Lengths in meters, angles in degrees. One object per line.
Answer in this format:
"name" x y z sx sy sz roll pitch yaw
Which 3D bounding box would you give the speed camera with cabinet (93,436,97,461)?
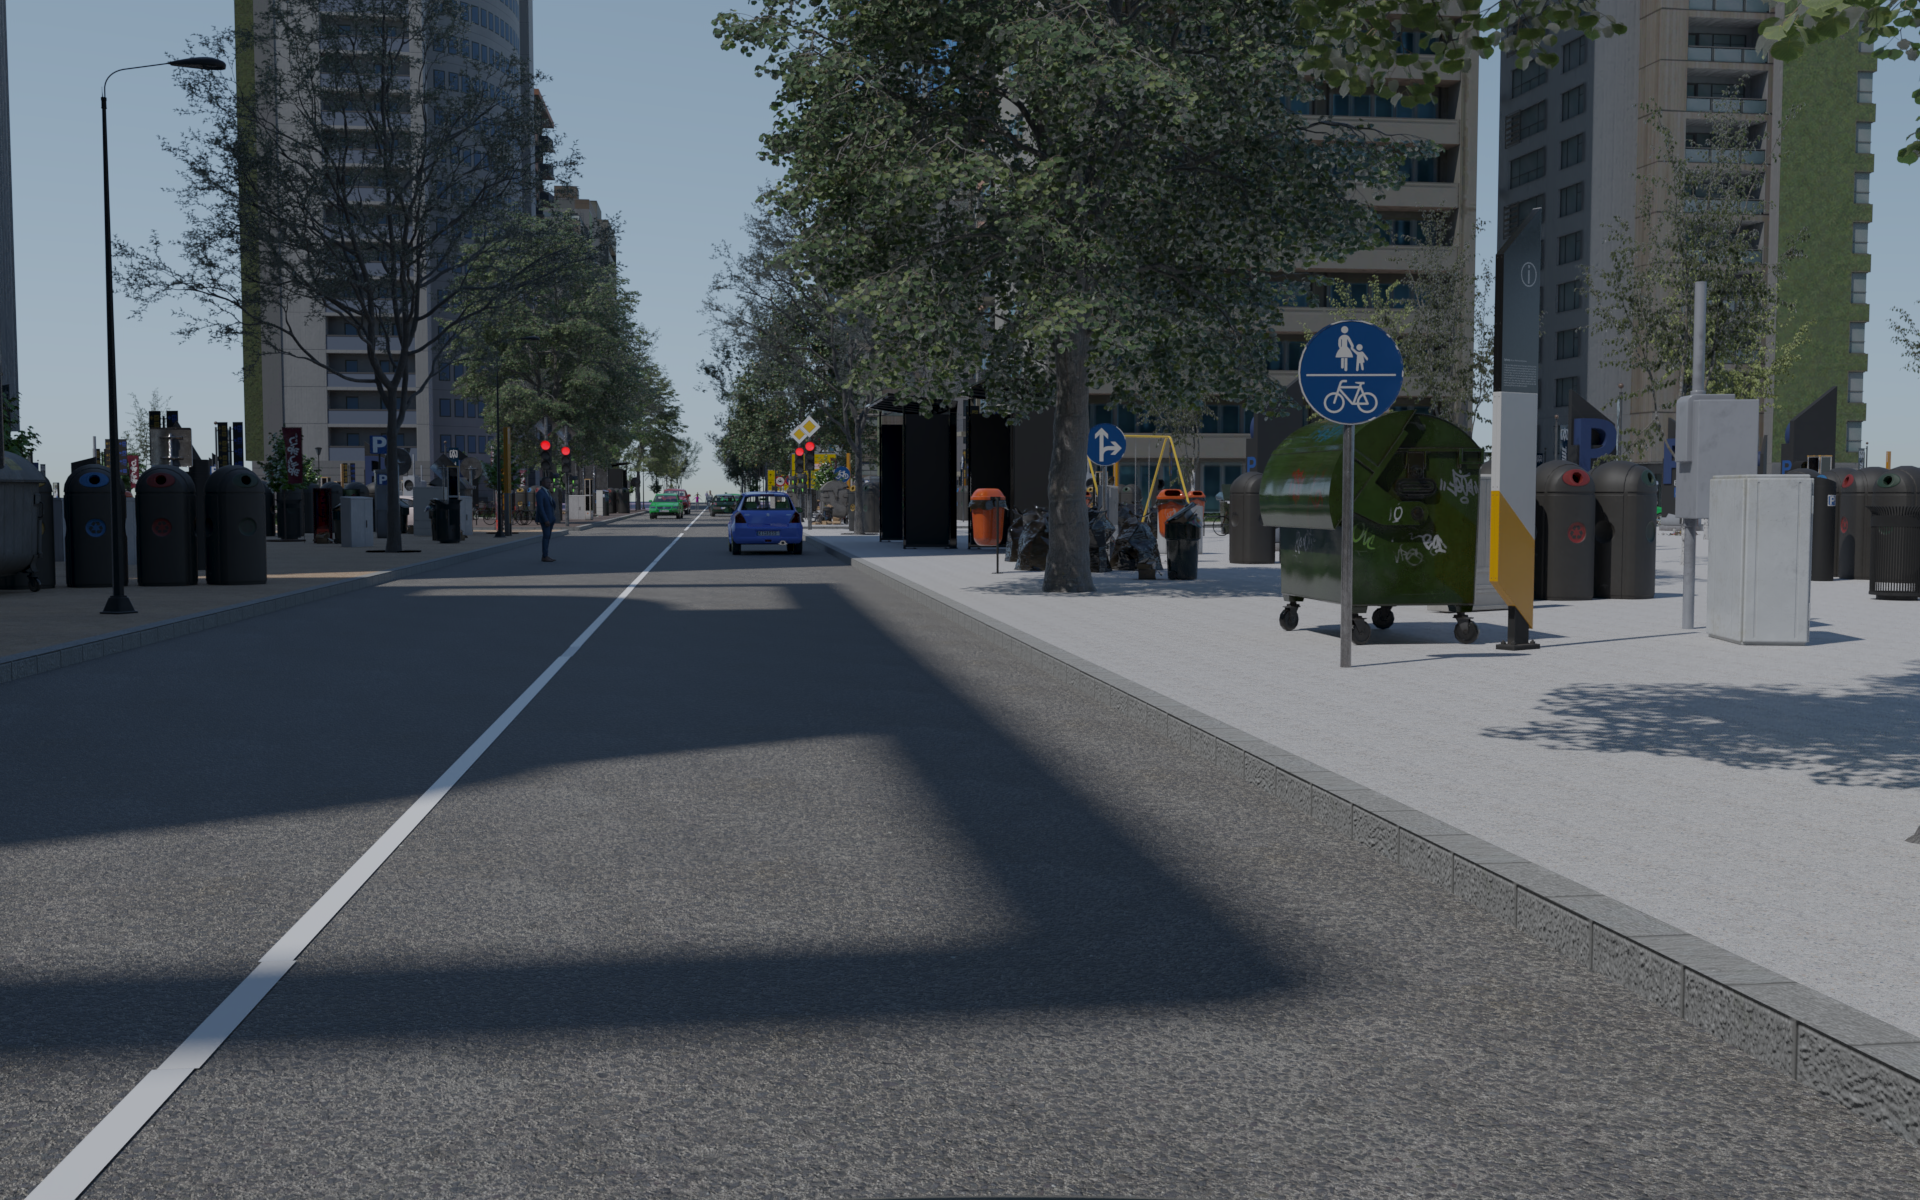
"speed camera with cabinet" -28.917 -3.939 58.734 0.660 3.252 2.038 -3 5 -41

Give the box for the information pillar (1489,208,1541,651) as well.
"information pillar" 4.546 -1.395 14.163 0.504 3.616 0.183 -2 4 -35

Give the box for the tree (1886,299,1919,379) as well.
"tree" 25.443 -5.637 42.535 4.360 8.622 3.978 0 3 0

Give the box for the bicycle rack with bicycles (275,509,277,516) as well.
"bicycle rack with bicycles" -39.512 -5.034 95.684 2.852 0.926 2.925 -2 4 -28

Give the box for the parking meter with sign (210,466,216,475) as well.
"parking meter with sign" -46.820 -6.920 109.404 0.543 3.016 1.738 -1 4 -10

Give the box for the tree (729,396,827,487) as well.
"tree" -14.600 -12.428 137.609 8.767 10.594 7.601 -2 4 -27

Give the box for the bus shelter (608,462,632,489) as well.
"bus shelter" -25.489 -8.435 129.189 1.731 3.624 6.357 0 4 -8

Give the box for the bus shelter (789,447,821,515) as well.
"bus shelter" -10.512 -8.688 119.674 2.179 5.291 8.768 0 4 -8

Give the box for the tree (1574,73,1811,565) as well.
"tree" 13.169 -4.948 31.267 4.360 8.622 3.978 0 3 0

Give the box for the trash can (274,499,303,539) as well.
"trash can" -18.722 -2.243 48.326 0.748 1.137 0.748 0 3 0

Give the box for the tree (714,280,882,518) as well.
"tree" -8.464 -10.758 92.895 9.611 12.733 9.660 0 3 0

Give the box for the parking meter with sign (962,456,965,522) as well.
"parking meter with sign" -0.668 -5.045 78.754 1.738 3.016 0.543 0 4 -6

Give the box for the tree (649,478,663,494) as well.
"tree" -32.466 -11.678 185.543 1.663 3.219 1.824 0 3 0

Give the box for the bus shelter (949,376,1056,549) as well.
"bus shelter" 1.091 -2.812 37.267 1.731 3.624 6.357 0 4 -8

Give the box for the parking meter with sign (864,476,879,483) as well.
"parking meter with sign" -3.676 -4.692 72.982 1.738 3.016 0.543 -3 5 -39

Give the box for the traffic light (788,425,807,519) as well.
"traffic light" -6.503 -4.955 69.935 0.839 4.253 0.868 0 4 -8

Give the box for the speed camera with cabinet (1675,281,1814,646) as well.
"speed camera with cabinet" 7.006 -1.296 15.526 0.660 3.252 2.038 0 4 7

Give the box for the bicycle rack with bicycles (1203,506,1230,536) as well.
"bicycle rack with bicycles" 8.799 -2.380 52.287 2.925 0.926 2.852 -1 4 -23

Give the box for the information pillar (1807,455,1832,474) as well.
"information pillar" 16.336 -1.742 32.970 0.304 2.012 0.304 -1 4 -21

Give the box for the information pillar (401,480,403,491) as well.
"information pillar" -29.754 -5.408 92.908 0.304 2.012 0.304 -2 4 -34

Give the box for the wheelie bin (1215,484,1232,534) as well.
"wheelie bin" 8.648 -2.906 55.420 0.980 1.594 0.693 0 4 -5

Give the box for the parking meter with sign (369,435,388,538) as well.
"parking meter with sign" -16.984 -3.339 50.862 0.543 3.016 1.738 -1 4 -21

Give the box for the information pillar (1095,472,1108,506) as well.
"information pillar" 4.625 -3.188 56.616 0.304 2.012 0.304 -2 4 -25

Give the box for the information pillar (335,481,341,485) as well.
"information pillar" -36.273 -5.902 100.994 0.304 2.012 0.304 3 4 38

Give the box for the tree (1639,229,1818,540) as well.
"tree" 21.120 -5.983 48.188 4.737 8.622 4.395 0 3 0

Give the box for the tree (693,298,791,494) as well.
"tree" -19.778 -19.147 168.938 12.611 20.169 13.585 0 3 0

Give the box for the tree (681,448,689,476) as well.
"tree" -36.492 -16.354 217.750 4.737 8.622 4.395 0 3 0

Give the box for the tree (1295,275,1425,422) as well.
"tree" 13.369 -6.551 57.468 4.737 8.622 4.395 0 3 0

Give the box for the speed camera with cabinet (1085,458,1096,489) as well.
"speed camera with cabinet" 5.151 -5.096 77.651 2.038 3.252 0.660 -1 4 -12

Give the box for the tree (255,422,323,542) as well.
"tree" -18.194 -3.181 46.615 1.663 3.219 1.824 0 3 0

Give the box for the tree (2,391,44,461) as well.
"tree" -15.647 -2.027 27.746 1.663 3.219 1.824 0 3 0

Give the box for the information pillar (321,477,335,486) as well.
"information pillar" -27.482 -4.321 75.143 0.304 2.012 0.304 1 4 10

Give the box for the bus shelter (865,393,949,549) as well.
"bus shelter" -1.247 -3.187 43.388 1.731 3.624 6.357 0 4 -8

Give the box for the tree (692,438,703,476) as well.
"tree" -48.747 -22.928 300.620 9.928 11.665 9.643 0 3 0

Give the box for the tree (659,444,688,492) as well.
"tree" -43.120 -19.048 261.793 4.360 8.622 3.978 0 3 0

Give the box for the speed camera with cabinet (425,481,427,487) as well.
"speed camera with cabinet" -36.631 -7.648 119.374 0.660 3.252 2.038 2 4 35

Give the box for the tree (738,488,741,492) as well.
"tree" -36.903 -21.355 299.518 4.360 8.622 3.978 0 3 0

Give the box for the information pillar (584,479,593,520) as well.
"information pillar" -18.173 -4.913 84.824 0.304 2.012 0.304 1 4 15

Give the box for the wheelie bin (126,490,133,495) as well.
"wheelie bin" -61.531 -7.339 127.908 0.693 1.594 0.980 0 4 2

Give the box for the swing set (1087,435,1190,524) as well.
"swing set" 4.487 -2.961 46.024 3.119 2.851 2.862 -2 4 -30

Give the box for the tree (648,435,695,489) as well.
"tree" -41.902 -19.309 250.116 7.601 10.594 8.767 -1 4 -9

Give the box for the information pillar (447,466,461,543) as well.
"information pillar" -13.357 -2.520 45.700 0.304 2.012 0.304 -1 4 -12

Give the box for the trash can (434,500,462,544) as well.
"trash can" -13.315 -2.043 45.059 0.748 1.137 0.748 0 3 0

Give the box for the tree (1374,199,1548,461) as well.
"tree" 12.263 -5.679 43.214 4.360 8.622 3.978 0 3 0

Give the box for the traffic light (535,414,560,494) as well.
"traffic light" -14.478 -4.394 60.755 0.839 4.253 0.868 0 4 -8

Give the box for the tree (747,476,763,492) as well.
"tree" -22.184 -11.697 185.846 1.663 3.219 1.824 0 3 0

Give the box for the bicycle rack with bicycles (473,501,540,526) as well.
"bicycle rack with bicycles" -18.491 -3.554 71.497 2.852 0.926 2.925 3 5 43

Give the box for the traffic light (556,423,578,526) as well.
"traffic light" -15.575 -4.877 68.665 0.839 4.253 0.868 0 4 -8

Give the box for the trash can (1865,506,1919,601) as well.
"trash can" 11.372 -0.571 20.994 0.748 1.137 0.748 0 3 0

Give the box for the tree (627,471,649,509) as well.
"tree" -27.933 -9.361 147.649 1.663 3.219 1.824 0 3 0

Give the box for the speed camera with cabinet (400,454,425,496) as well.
"speed camera with cabinet" -27.883 -5.624 86.291 2.038 3.252 0.660 1 4 18

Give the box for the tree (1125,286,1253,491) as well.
"tree" 7.598 -6.589 58.099 4.360 8.622 3.978 0 3 0

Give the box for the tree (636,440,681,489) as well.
"tree" -35.900 -15.500 203.786 4.737 8.622 4.395 0 3 0

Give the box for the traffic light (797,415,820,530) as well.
"traffic light" -5.406 -4.471 62.025 0.839 4.253 0.868 0 4 -8
